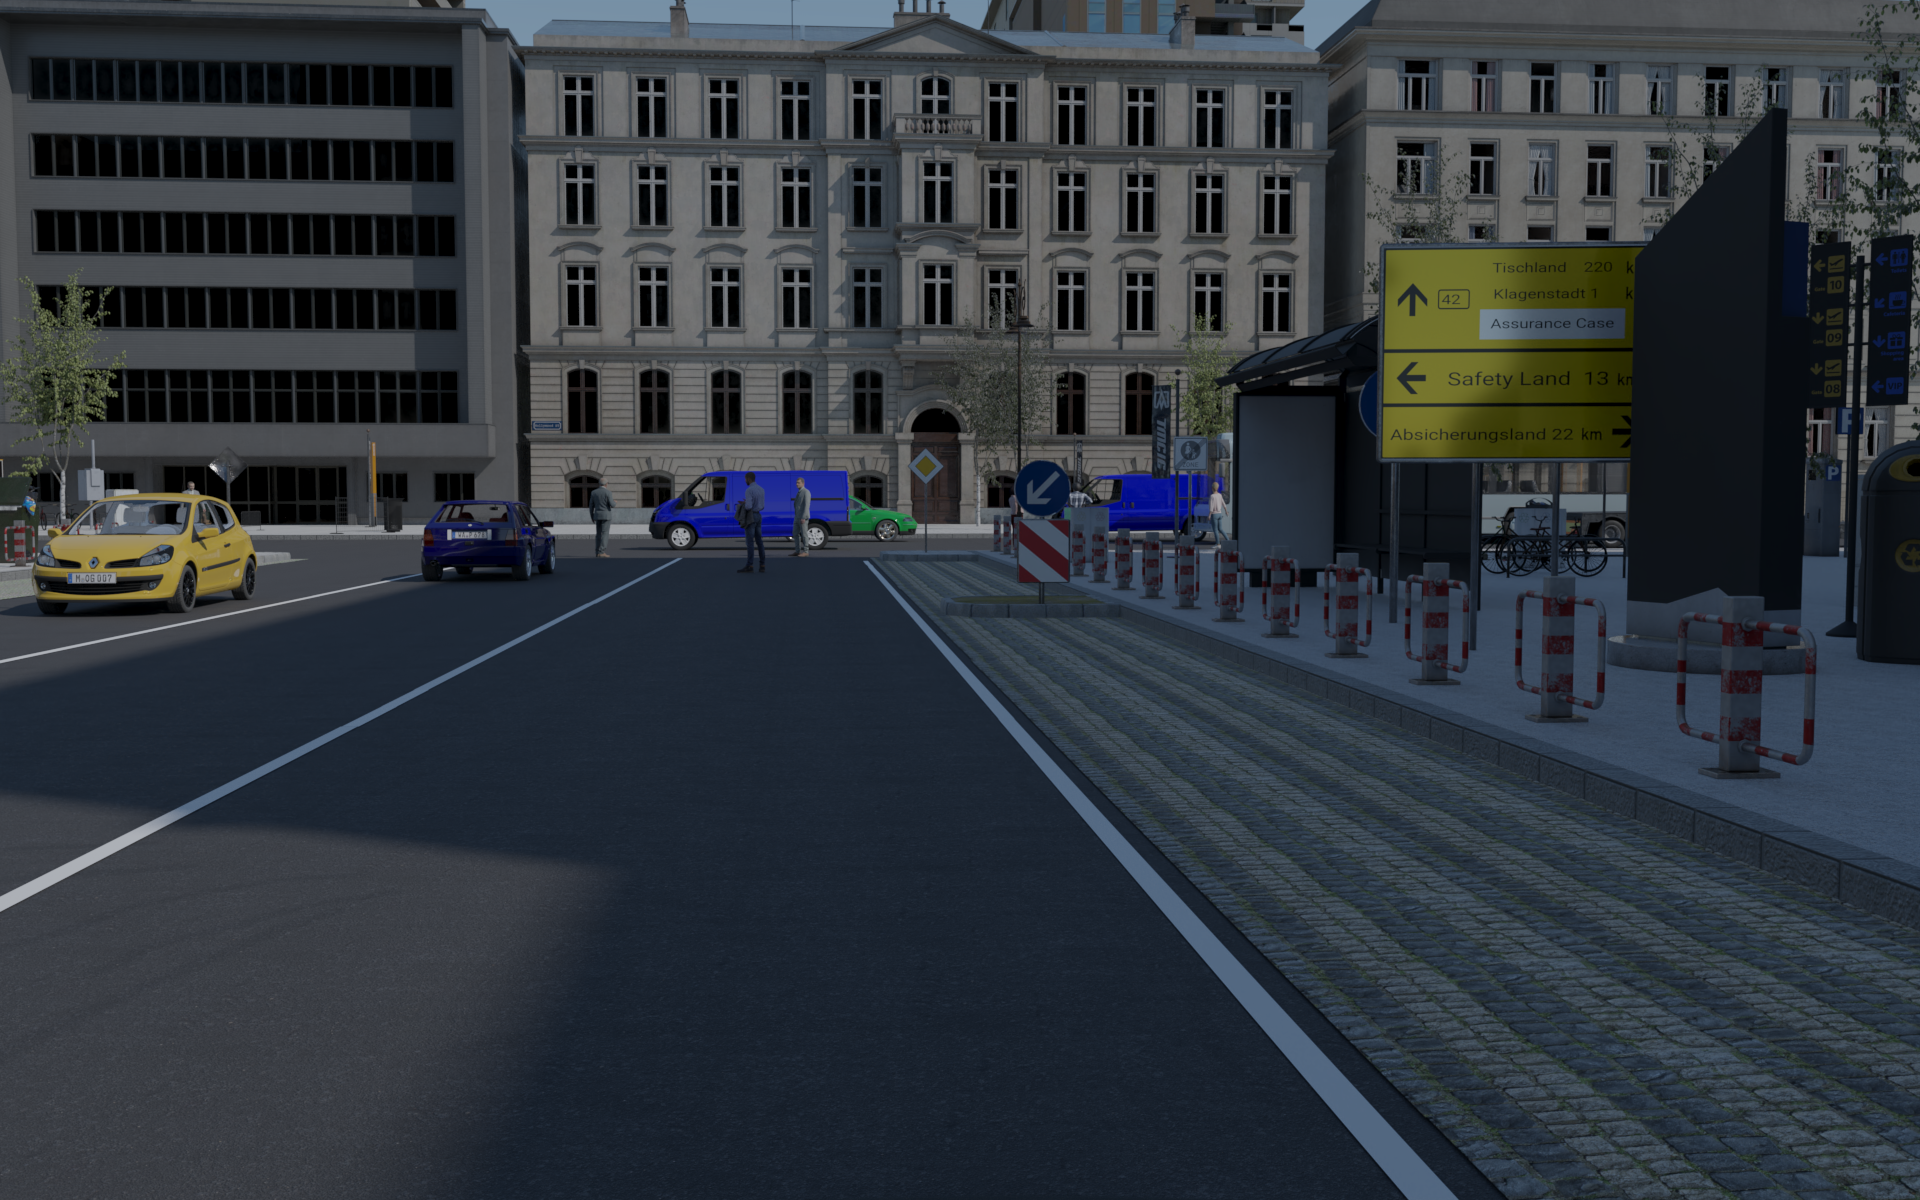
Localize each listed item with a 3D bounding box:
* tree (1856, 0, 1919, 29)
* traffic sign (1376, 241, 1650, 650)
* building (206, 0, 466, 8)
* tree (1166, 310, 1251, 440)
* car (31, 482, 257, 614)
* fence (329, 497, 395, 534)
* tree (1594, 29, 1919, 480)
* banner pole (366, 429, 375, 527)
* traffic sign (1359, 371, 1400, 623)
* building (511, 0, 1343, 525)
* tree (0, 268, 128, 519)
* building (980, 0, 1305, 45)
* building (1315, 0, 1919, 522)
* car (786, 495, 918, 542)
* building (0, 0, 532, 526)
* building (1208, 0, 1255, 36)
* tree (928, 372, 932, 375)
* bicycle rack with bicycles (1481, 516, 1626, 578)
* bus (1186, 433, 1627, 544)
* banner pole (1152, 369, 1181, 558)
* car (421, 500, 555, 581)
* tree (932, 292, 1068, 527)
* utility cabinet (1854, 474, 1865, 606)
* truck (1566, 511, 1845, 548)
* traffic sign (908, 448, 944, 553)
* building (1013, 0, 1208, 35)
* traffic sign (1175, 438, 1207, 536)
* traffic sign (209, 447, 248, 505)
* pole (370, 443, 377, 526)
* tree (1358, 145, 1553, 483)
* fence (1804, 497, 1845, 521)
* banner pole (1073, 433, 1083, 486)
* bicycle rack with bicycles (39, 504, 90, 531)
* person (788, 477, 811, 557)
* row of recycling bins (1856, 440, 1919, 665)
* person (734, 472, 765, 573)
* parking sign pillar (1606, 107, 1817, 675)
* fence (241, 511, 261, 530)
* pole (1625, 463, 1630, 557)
[{"bbox_3d":[13.229,-4.408,22.440,4.360,8.622,3.978,0,3,0],"label":"tree"},{"bbox_3d":[4.538,-1.237,14.105,2.265,3.308,0.079,0,4,4],"label":"traffic sign"},{"bbox_3d":[-50.785,-31.189,133.648,21.300,48.544,21.600,0,4,-5],"label":"building"},{"bbox_3d":[10.088,-7.258,69.035,4.737,8.622,4.395,0,3,0],"label":"tree"},{"bbox_3d":[-10.281,-0.719,21.983,2.015,1.641,3.980,0,4,-7],"label":"car"},{"bbox_3d":[-19.495,-2.771,56.506,0.480,1.192,2.264,2,4,30],"label":"fence"},{"bbox_3d":[13.679,-4.866,29.930,4.360,8.622,3.978,0,3,0],"label":"tree"},{"bbox_3d":[-22.839,-4.710,67.021,0.401,3.779,0.863,-1,4,-13],"label":"banner pole"},{"bbox_3d":[4.316,-1.044,17.178,0.768,2.556,0.104,0,4,-1],"label":"traffic sign"},{"bbox_3d":[-1.507,-15.845,78.145,34.723,24.649,14.460,0,4,-5],"label":"building"},{"bbox_3d":[-29.465,-6.503,56.680,4.737,8.622,4.395,0,3,0],"label":"tree"},{"bbox_3d":[17.600,-35.567,170.765,28.713,52.752,27.495,0,4,-5],"label":"building"},{"bbox_3d":[30.679,-15.208,81.932,30.059,22.955,16.112,0,4,-5],"label":"building"},{"bbox_3d":[-3.638,-2.662,52.322,4.718,1.807,1.959,0,4,-6],"label":"car"},{"bbox_3d":[-33.782,-15.659,75.093,30.058,24.678,14.314,0,4,-5],"label":"building"},{"bbox_3d":[14.117,-29.682,135.408,14.600,45.320,14.200,0,4,-5],"label":"building"},{"bbox_3d":[0.962,-7.204,68.143,4.360,8.622,3.978,0,3,0],"label":"tree"},{"bbox_3d":[9.132,-0.861,27.461,2.925,0.926,2.852,0,4,3],"label":"bicycle rack with bicycles"},{"bbox_3d":[12.664,-3.373,50.003,13.247,3.499,2.948,0,4,-5],"label":"bus"},{"bbox_3d":[4.187,-2.745,34.904,0.863,3.779,0.401,3,5,42],"label":"banner pole"},{"bbox_3d":[-8.088,-1.062,29.940,1.945,1.354,3.894,0,4,-4],"label":"car"},{"bbox_3d":[2.027,-6.852,62.398,4.360,8.622,3.978,0,3,0],"label":"tree"},{"bbox_3d":[10.436,-0.630,18.977,0.318,1.500,1.173,-2,4,-25],"label":"utility cabinet"},{"bbox_3d":[25.371,-3.481,46.672,18.799,4.110,2.967,0,4,-4],"label":"truck"},{"bbox_3d":[-0.748,-2.092,37.853,0.795,2.450,0.064,0,4,-5],"label":"traffic sign"},{"bbox_3d":[12.194,-30.542,149.467,14.600,45.320,14.200,0,4,-5],"label":"building"},{"bbox_3d":[4.115,-1.766,31.001,0.606,2.300,0.079,0,4,0],"label":"traffic sign"},{"bbox_3d":[-15.437,-2.014,36.575,0.795,2.450,0.064,0,4,-5],"label":"traffic sign"},{"bbox_3d":[-23.226,-4.570,68.558,0.158,3.312,0.155,0,3,0],"label":"pole"},{"bbox_3d":[10.213,-5.276,36.633,4.360,8.622,3.978,0,3,0],"label":"tree"},{"bbox_3d":[32.193,-3.303,65.215,2.264,1.192,0.480,3,5,40],"label":"fence"},{"bbox_3d":[4.798,-4.941,70.804,0.401,3.779,0.863,-2,4,-27],"label":"banner pole"},{"bbox_3d":[-31.297,-2.926,61.222,2.852,0.926,2.925,-3,4,-36],"label":"bicycle rack with bicycles"},{"bbox_3d":[-3.633,-1.903,39.718,0.391,1.810,0.635,-3,4,-36],"label":"person"},{"bbox_3d":[8.015,-0.308,12.146,1.069,1.692,3.534,-2,4,-28],"label":"row of recycling bins"},{"bbox_3d":[-3.883,-1.424,31.659,0.599,1.838,0.709,2,4,27],"label":"person"},{"bbox_3d":[5.608,-1.491,12.845,1.447,3.967,1.447,-1,4,-21],"label":"parking sign pillar"},{"bbox_3d":[-24.662,-2.745,60.255,0.278,0.683,2.069,0,4,-4],"label":"fence"},{"bbox_3d":[13.694,-2.534,35.275,0.158,3.312,0.155,0,3,0],"label":"pole"}]
